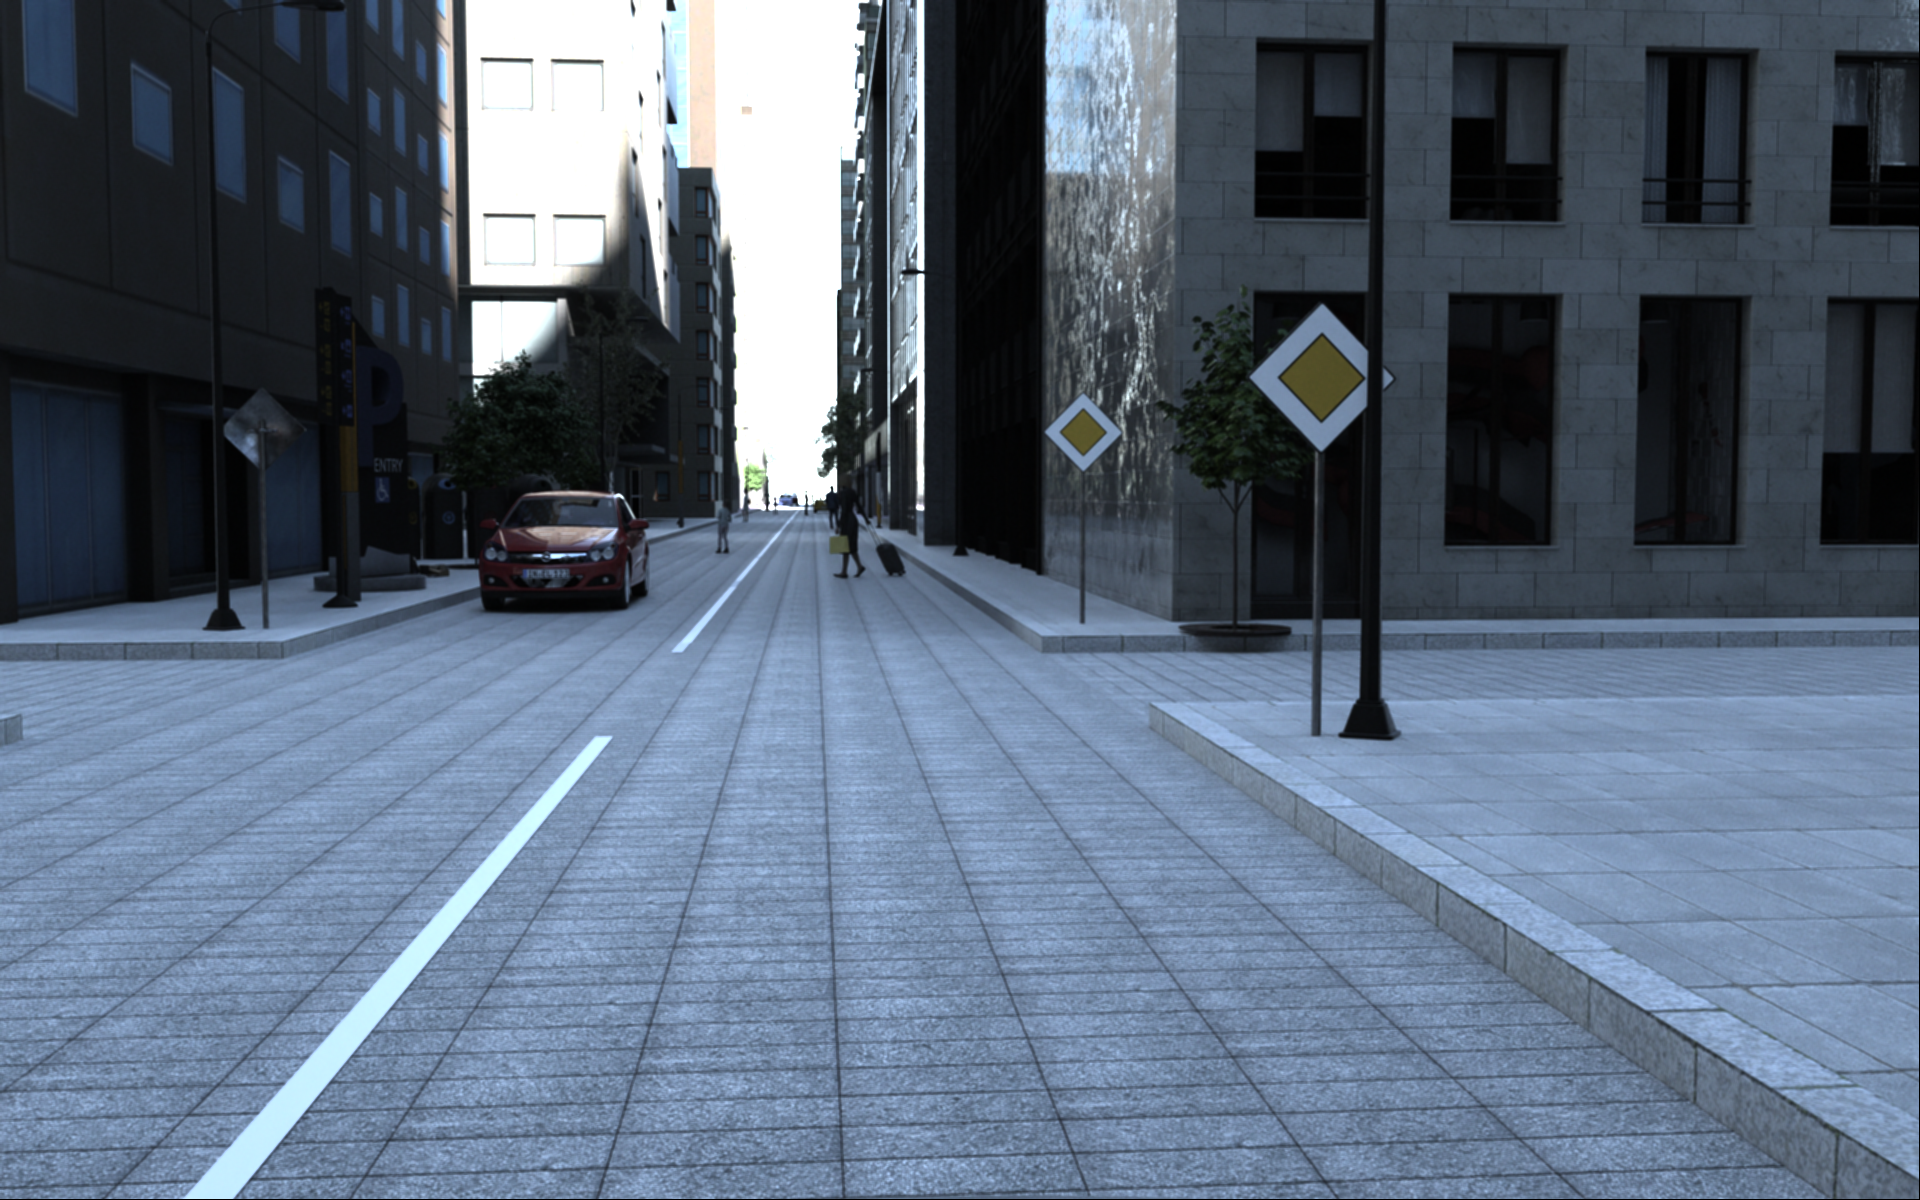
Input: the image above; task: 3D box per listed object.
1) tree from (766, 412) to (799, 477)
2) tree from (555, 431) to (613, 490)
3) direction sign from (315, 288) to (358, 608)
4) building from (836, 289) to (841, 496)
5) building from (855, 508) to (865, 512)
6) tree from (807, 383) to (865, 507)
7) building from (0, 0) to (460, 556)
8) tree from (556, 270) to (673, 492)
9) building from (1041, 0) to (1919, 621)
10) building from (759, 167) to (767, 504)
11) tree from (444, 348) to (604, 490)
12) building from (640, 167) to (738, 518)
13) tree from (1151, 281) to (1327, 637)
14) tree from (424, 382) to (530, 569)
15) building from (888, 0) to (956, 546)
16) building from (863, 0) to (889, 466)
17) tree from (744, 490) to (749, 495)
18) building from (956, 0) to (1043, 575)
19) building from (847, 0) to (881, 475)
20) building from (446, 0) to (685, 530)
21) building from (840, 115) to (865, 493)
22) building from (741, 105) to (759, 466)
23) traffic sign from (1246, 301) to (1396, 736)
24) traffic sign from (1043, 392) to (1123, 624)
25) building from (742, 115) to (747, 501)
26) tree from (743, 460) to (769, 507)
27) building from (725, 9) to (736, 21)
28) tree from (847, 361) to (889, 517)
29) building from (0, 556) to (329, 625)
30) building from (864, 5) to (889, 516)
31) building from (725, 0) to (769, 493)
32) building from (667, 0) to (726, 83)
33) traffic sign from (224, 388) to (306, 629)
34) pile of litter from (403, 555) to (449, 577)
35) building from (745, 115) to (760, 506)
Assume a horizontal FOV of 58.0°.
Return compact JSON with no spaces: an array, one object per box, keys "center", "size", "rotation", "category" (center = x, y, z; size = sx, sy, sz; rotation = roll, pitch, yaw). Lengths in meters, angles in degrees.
[{"center":[-28.055,-20.719,249.117],"size":[12.009,13.543,11.850],"rotation":[0,3,0],"category":"tree"},{"center":[-11.420,-3.482,51.524],"size":[1.663,3.219,1.824],"rotation":[0,3,0],"category":"tree"},{"center":[-7.045,-1.687,19.581],"size":[0.379,3.537,0.876],"rotation":[0,4,4],"category":"direction sign"},{"center":[-10.427,-28.878,243.850],"size":[14.160,30.474,14.107],"rotation":[0,4,-5],"category":"building"},{"center":[8.560,-26.588,126.597],"size":[32.217,40.220,23.993],"rotation":[0,4,-5],"category":"building"},{"center":[-11.100,-15.967,178.062],"size":[9.611,12.733,9.660],"rotation":[0,3,0],"category":"tree"},{"center":[-21.506,-24.087,43.941],"size":[14.600,45.320,14.200],"rotation":[0,4,-5],"category":"building"},{"center":[-11.606,-6.554,57.523],"size":[4.360,8.622,3.978],"rotation":[0,3,0],"category":"tree"},{"center":[10.071,-10.270,22.663],"size":[16.860,20.320,10.420],"rotation":[0,4,-5],"category":"building"},{"center":[-30.848,-32.193,209.948],"size":[14.154,41.232,14.086],"rotation":[0,4,-5],"category":"building"},{"center":[-9.737,-3.377,38.923],"size":[4.285,4.588,4.351],"rotation":[0,3,0],"category":"tree"},{"center":[-28.115,-15.914,105.230],"size":[27.650,21.520,28.899],"rotation":[0,4,-5],"category":"building"},{"center":[2.533,-1.296,15.795],"size":[1.663,3.219,1.824],"rotation":[0,3,0],"category":"tree"},{"center":[-8.333,-2.154,29.813],"size":[1.663,3.219,1.824],"rotation":[0,3,0],"category":"tree"},{"center":[4.248,-14.353,52.700],"size":[12.078,24.808,19.932],"rotation":[0,4,-5],"category":"building"},{"center":[3.250,-15.816,77.657],"size":[14.314,24.678,30.058],"rotation":[0,4,-5],"category":"building"},{"center":[-21.872,-10.984,174.182],"size":[1.663,3.219,1.824],"rotation":[0,3,0],"category":"tree"},{"center":[6.689,-12.560,35.036],"size":[12.332,23.373,15.834],"rotation":[0,4,-5],"category":"building"},{"center":[1.968,-32.626,153.039],"size":[23.786,49.044,30.456],"rotation":[0,4,-5],"category":"building"},{"center":[-26.188,-29.540,72.214],"size":[28.713,52.752,27.495],"rotation":[0,4,-5],"category":"building"},{"center":[-6.169,-31.012,190.647],"size":[14.154,41.232,14.086],"rotation":[0,4,-5],"category":"building"},{"center":[-29.900,-33.344,195.281],"size":[14.600,45.320,14.200],"rotation":[0,4,-5],"category":"building"},{"center":[1.887,-0.335,9.128],"size":[0.795,2.450,0.064],"rotation":[0,4,-5],"category":"traffic sign"},{"center":[1.208,-0.822,17.084],"size":[0.795,2.450,0.064],"rotation":[0,4,-5],"category":"traffic sign"},{"center":[-26.841,-28.841,155.149],"size":[14.154,41.232,14.086],"rotation":[0,4,-5],"category":"building"},{"center":[-20.017,-11.176,166.448],"size":[4.285,4.588,4.351],"rotation":[0,3,0],"category":"tree"},{"center":[-25.434,-27.986,141.158],"size":[14.154,41.232,14.086],"rotation":[0,4,-5],"category":"building"},{"center":[-4.284,-8.871,95.399],"size":[4.360,8.622,3.978],"rotation":[0,3,0],"category":"tree"},{"center":[-16.448,-22.690,21.089],"size":[14.600,45.320,14.200],"rotation":[0,4,-5],"category":"building"},{"center":[1.046,-20.518,107.172],"size":[14.160,30.474,14.107],"rotation":[0,4,-5],"category":"building"},{"center":[-35.516,-48.181,226.015],"size":[20.563,71.187,20.611],"rotation":[0,4,-5],"category":"building"},{"center":[-24.325,-29.132,126.413],"size":[14.600,45.320,14.200],"rotation":[0,4,-5],"category":"building"},{"center":[-6.610,-0.783,16.440],"size":[0.795,2.450,0.064],"rotation":[0,4,-5],"category":"traffic sign"},{"center":[-8.675,-0.815,27.296],"size":[1.176,0.858,1.719],"rotation":[-2,4,-25],"category":"pile of litter"},{"center":[-28.690,-30.433,181.169],"size":[14.154,41.232,14.086],"rotation":[0,4,-5],"category":"building"}]
